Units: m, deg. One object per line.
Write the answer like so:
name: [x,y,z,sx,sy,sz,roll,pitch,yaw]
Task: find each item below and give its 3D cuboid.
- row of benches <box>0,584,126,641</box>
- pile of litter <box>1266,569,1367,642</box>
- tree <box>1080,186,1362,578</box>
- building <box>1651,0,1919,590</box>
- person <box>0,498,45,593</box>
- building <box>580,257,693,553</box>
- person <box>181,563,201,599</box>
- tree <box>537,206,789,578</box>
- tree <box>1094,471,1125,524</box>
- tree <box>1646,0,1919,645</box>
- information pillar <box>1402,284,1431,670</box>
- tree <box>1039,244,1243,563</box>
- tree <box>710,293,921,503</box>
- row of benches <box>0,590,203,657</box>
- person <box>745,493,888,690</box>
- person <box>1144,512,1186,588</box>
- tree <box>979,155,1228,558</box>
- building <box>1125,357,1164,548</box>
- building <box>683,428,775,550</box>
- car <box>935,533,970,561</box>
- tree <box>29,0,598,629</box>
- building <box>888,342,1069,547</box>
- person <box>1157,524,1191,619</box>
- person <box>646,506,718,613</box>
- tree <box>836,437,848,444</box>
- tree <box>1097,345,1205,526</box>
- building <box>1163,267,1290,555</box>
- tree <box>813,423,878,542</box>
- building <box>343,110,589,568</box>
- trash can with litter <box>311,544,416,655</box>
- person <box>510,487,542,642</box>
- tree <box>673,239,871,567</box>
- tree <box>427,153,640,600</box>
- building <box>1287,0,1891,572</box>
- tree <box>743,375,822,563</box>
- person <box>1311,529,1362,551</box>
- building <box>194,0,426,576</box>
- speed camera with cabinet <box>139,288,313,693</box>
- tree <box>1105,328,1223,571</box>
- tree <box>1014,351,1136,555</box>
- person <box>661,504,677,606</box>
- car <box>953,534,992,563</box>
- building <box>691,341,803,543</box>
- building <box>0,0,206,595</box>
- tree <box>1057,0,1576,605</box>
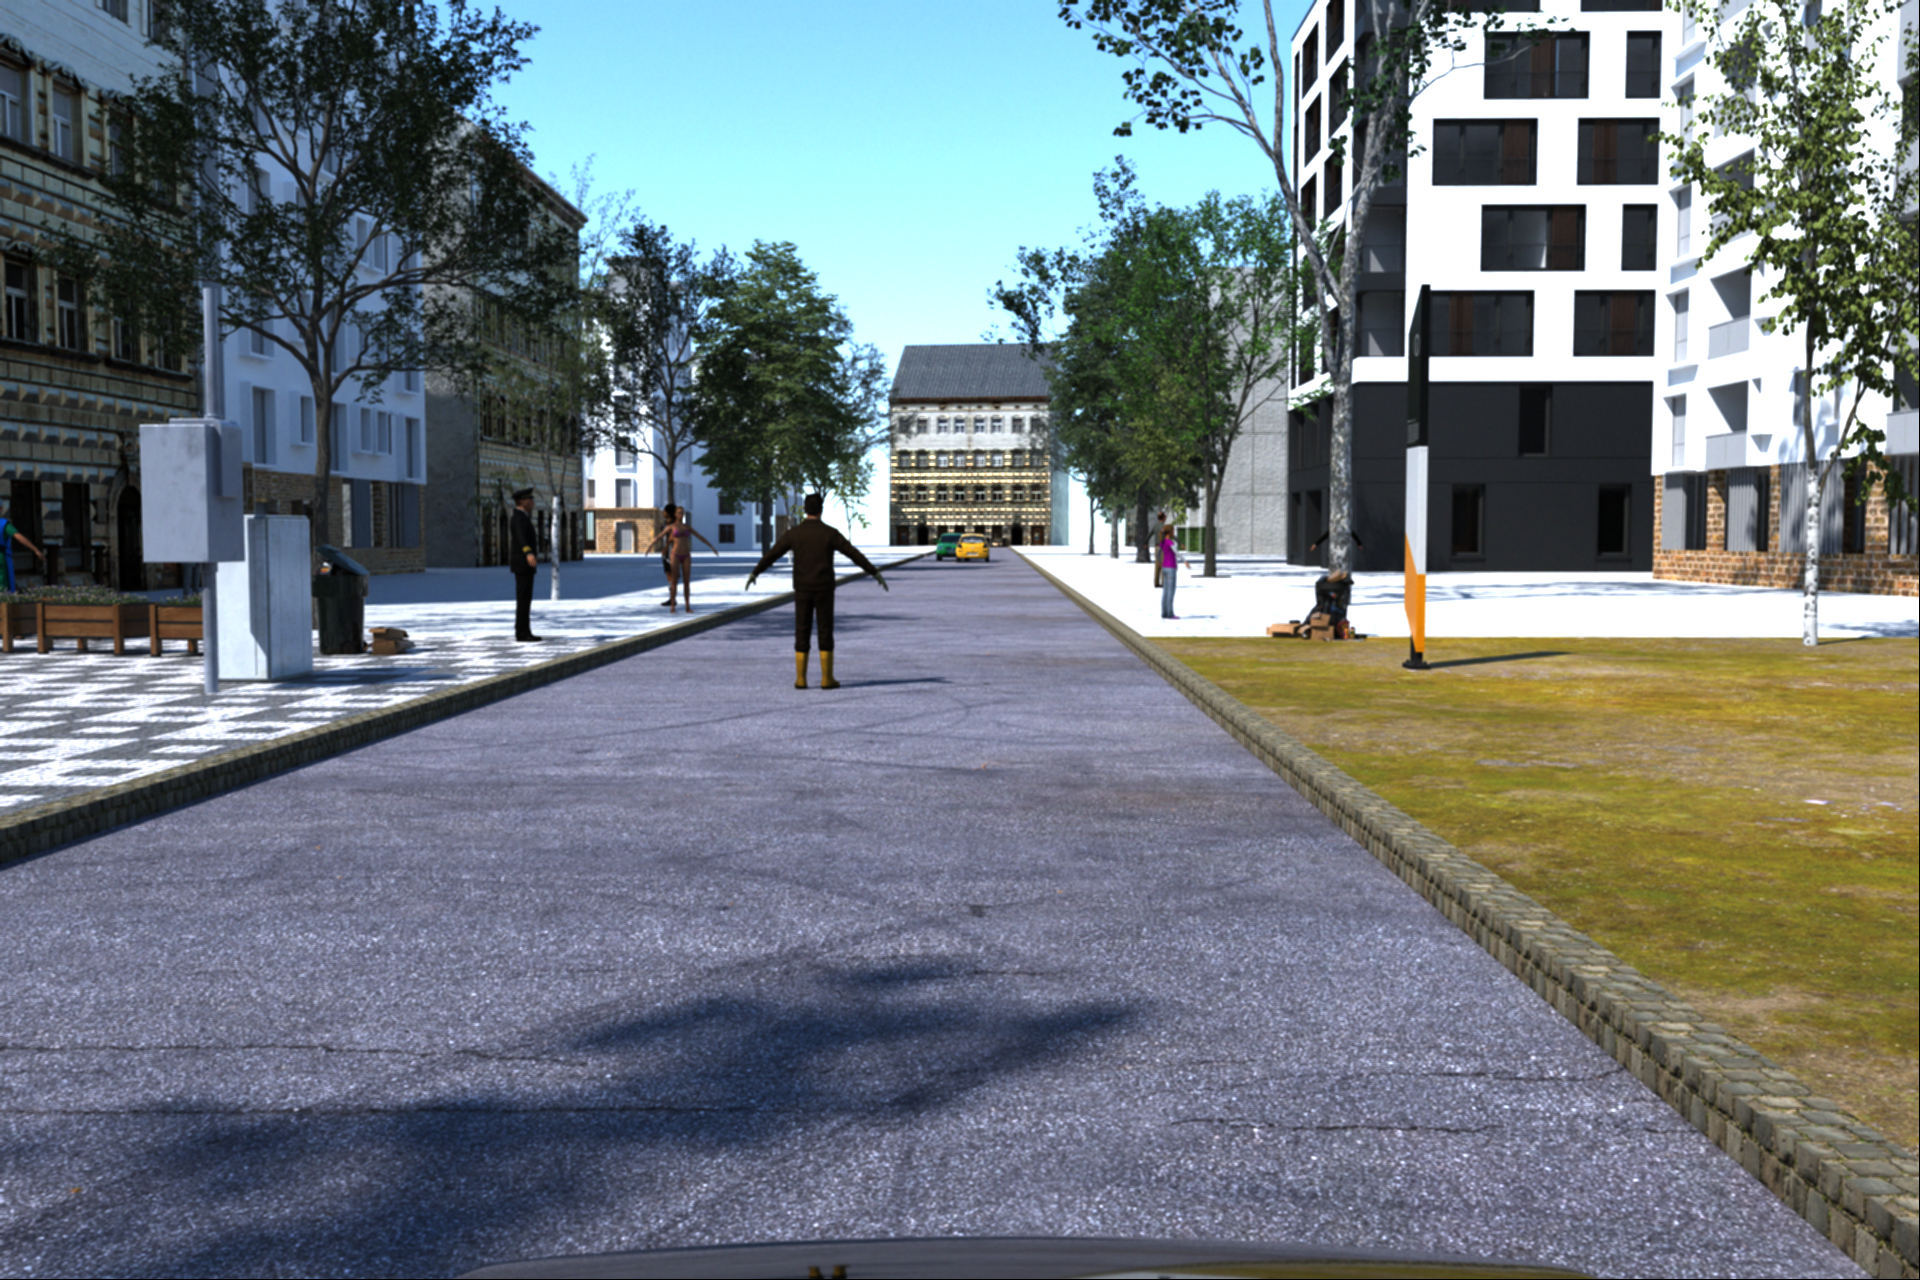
row of benches: [-12.218,-0.358,21.312,4.104,0.672,1.422,0,4,6]
pile of litter: [4.412,-0.459,21.468,1.176,0.858,1.719,0,4,0]
tree: [7.578,-7.667,51.110,9.928,11.665,9.643,0,3,0]
building: [24.442,-11.614,46.310,16.016,20.090,11.380,0,4,1]
person: [-13.838,-1.150,24.925,1.347,1.817,0.704,1,4,9]
building: [-25.736,-16.090,119.496,16.016,20.090,11.380,0,4,2]
person: [-15.196,-1.719,34.291,0.705,1.806,1.347,1,4,21]
tree: [-8.622,-7.080,50.174,7.601,10.594,8.767,-1,4,-23]
tree: [19.529,-17.669,195.539,9.857,13.997,8.962,0,3,0]
tree: [9.996,-4.234,19.590,4.737,8.622,4.395,0,3,0]
information pillar: [4.362,-1.540,16.527,0.183,3.616,0.504,0,4,1]
tree: [8.158,-10.371,76.213,9.857,13.997,8.962,0,3,0]
tree: [-7.105,-10.829,87.426,12.009,13.543,11.850,0,3,0]
row of benches: [-9.328,-0.194,18.640,4.104,0.672,1.422,1,4,16]
person: [-1.344,-0.455,16.042,1.346,1.812,0.704,0,4,6]
person: [4.839,-2.150,41.425,0.705,1.796,1.348,-3,4,-39]
tree: [7.291,-14.287,89.481,12.611,20.169,13.585,0,3,0]
building: [26.320,-20.799,170.986,19.493,23.208,18.063,0,4,1]
building: [-20.433,-12.725,150.199,9.099,9.664,28.070,0,4,1]
car: [-0.355,-5.166,93.254,1.959,1.807,4.718,0,4,1]
tree: [-8.349,-5.430,23.188,7.601,10.594,8.767,-3,5,-40]
building: [2.591,-22.340,198.646,18.063,23.208,19.493,1,4,10]
person: [3.212,-1.033,26.160,0.599,1.433,0.991,-1,4,-20]
person: [-4.517,-1.304,28.116,1.217,1.733,0.721,-2,4,-26]
tree: [-18.584,-20.959,198.574,12.611,20.169,13.585,0,3,0]
tree: [7.944,-7.086,66.222,4.360,8.622,3.978,0,3,0]
building: [24.574,-15.704,123.216,16.747,18.905,31.486,0,4,1]
tree: [-6.757,-9.443,104.756,4.737,8.622,4.395,0,3,0]
building: [-27.526,-14.877,74.175,19.493,23.208,18.063,0,3,0]
trash can with litter: [-6.380,-0.438,18.547,1.055,1.170,0.624,0,4,2]
person: [-5.184,-0.904,20.714,0.705,1.837,1.347,-1,4,-14]
tree: [-7.292,-9.089,66.731,7.486,12.596,7.792,0,3,0]
tree: [-7.759,-5.071,33.278,4.360,8.622,3.978,0,3,0]
building: [27.652,-14.062,73.896,27.936,21.610,32.646,0,4,1]
tree: [-7.581,-7.659,75.595,4.737,8.622,4.395,0,3,0]
person: [8.602,-2.028,39.345,1.347,1.806,0.705,-1,4,-20]
building: [-23.109,-11.520,44.765,16.016,20.090,11.380,0,4,1]
speed camera with cabinet: [-6.209,-1.247,14.731,0.660,3.252,2.038,0,4,1]
tree: [7.339,-6.729,60.387,4.737,8.622,4.395,0,3,0]
tree: [8.209,-11.962,105.949,12.009,13.543,11.850,0,3,0]
person: [-5.209,-1.521,31.005,0.704,1.843,1.345,-1,4,-9]
car: [0.657,-4.799,88.687,2.015,1.641,3.980,0,4,1]
building: [-21.629,-19.070,168.213,16.016,20.090,11.380,0,4,1]
building: [-27.373,-12.304,32.093,19.493,23.208,18.063,0,3,0]
tree: [6.227,-10.773,32.029,12.611,20.169,13.585,0,3,0]
